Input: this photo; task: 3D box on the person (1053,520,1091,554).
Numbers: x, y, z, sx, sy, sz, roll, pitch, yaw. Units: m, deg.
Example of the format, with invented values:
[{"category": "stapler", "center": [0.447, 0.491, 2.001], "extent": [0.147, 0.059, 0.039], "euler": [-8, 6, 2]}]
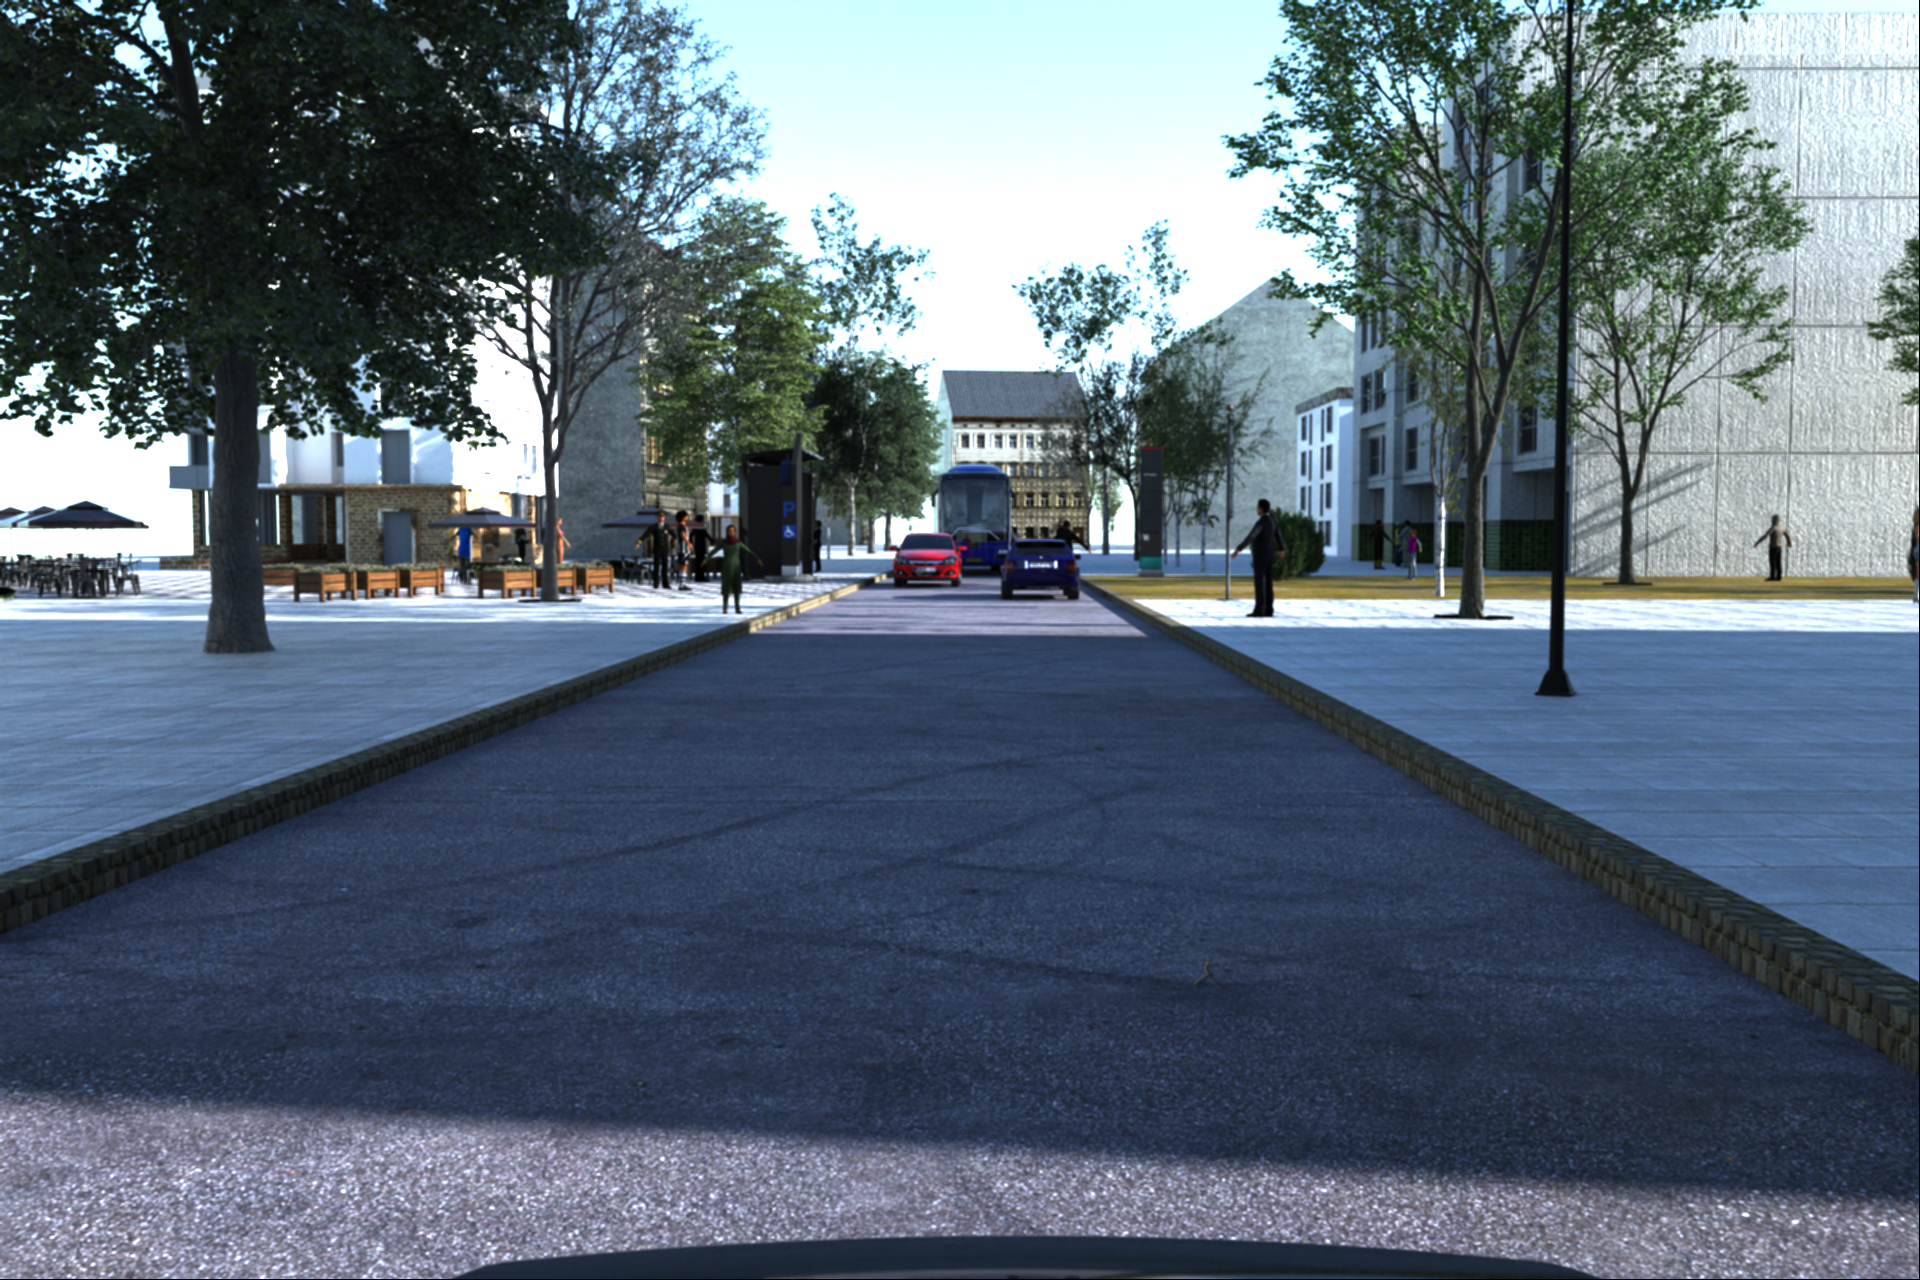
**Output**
[{"category": "person", "center": [2.883, -2.324, 46.680], "extent": [1.346, 1.802, 0.704], "euler": [2, 4, 26]}]

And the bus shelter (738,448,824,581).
[{"category": "bus shelter", "center": [-5.092, -3.596, 50.073], "extent": [1.731, 3.624, 6.357], "euler": [0, 4, 1]}]

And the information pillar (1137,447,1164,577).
[{"category": "information pillar", "center": [5.713, -3.820, 51.838], "extent": [0.750, 3.857, 0.750], "euler": [0, 4, 1]}]

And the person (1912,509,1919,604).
[{"category": "person", "center": [17.821, -1.550, 31.952], "extent": [0.721, 1.753, 1.214], "euler": [2, 4, 33]}]

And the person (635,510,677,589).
[{"category": "person", "center": [-7.043, -2.132, 40.799], "extent": [1.347, 1.837, 0.705], "euler": [-2, 4, -30]}]

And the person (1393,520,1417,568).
[{"category": "person", "center": [16.935, -3.640, 65.700], "extent": [1.347, 1.806, 0.705], "euler": [-2, 4, -34]}]

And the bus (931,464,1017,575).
[{"category": "bus", "center": [0.590, -4.459, 64.444], "extent": [2.896, 3.916, 12.251], "euler": [0, 4, 1]}]

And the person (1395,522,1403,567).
[{"category": "person", "center": [17.309, -3.763, 67.987], "extent": [0.721, 1.772, 1.216], "euler": [0, 4, 1]}]

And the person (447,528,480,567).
[{"category": "person", "center": [-17.679, -3.404, 61.782], "extent": [1.347, 1.817, 0.704], "euler": [1, 4, 17]}]

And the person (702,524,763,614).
[{"category": "person", "center": [-3.664, -1.139, 27.829], "extent": [0.989, 1.438, 0.599], "euler": [-1, 4, -17]}]

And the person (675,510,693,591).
[{"category": "person", "center": [-6.256, -2.028, 39.297], "extent": [0.704, 1.843, 1.345], "euler": [-1, 4, -16]}]

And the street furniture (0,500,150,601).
[{"category": "street furniture", "center": [-27.859, -2.363, 43.670], "extent": [14.083, 1.986, 27.439], "euler": [-2, 4, -29]}]

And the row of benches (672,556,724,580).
[{"category": "row of benches", "center": [-7.107, -2.108, 49.923], "extent": [1.422, 0.672, 4.104], "euler": [1, 4, 21]}]

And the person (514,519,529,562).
[{"category": "person", "center": [-16.658, -3.679, 65.937], "extent": [0.705, 1.856, 1.354], "euler": [-2, 4, -24]}]

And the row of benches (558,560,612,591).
[{"category": "row of benches", "center": [-8.758, -1.508, 40.111], "extent": [1.422, 0.672, 4.104], "euler": [0, 4, 1]}]

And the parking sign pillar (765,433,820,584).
[{"category": "parking sign pillar", "center": [-4.417, -3.487, 45.486], "extent": [1.447, 3.967, 1.447], "euler": [0, 4, 1]}]

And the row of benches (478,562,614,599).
[{"category": "row of benches", "center": [-8.597, -1.256, 35.991], "extent": [1.422, 0.672, 4.104], "euler": [1, 4, 21]}]

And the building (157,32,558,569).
[{"category": "building", "center": [-23.201, -12.735, 64.633], "extent": [16.016, 20.090, 11.380], "euler": [0, 4, 0]}]

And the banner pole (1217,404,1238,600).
[{"category": "banner pole", "center": [5.196, -2.647, 33.302], "extent": [0.401, 3.779, 0.863], "euler": [0, 4, 1]}]

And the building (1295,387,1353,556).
[{"category": "building", "center": [26.083, -9.603, 99.155], "extent": [9.099, 9.664, 28.070], "euler": [0, 4, 1]}]

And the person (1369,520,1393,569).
[{"category": "person", "center": [15.333, -3.498, 63.327], "extent": [0.704, 1.812, 1.346], "euler": [-2, 4, -25]}]

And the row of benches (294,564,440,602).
[{"category": "row of benches", "center": [-11.781, -1.161, 34.451], "extent": [1.422, 0.672, 4.104], "euler": [1, 4, 16]}]

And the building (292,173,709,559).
[{"category": "building", "center": [-25.174, -16.336, 98.028], "extent": [19.493, 23.208, 18.063], "euler": [0, 4, 2]}]

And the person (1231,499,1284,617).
[{"category": "person", "center": [4.673, -1.270, 26.816], "extent": [0.704, 1.823, 1.345], "euler": [3, 5, 43]}]

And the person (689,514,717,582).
[{"category": "person", "center": [-6.944, -2.464, 46.468], "extent": [0.705, 1.806, 1.347], "euler": [-3, 5, -42]}]

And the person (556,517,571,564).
[{"category": "person", "center": [-10.604, -2.401, 46.058], "extent": [0.721, 1.733, 1.217], "euler": [-2, 4, -30]}]

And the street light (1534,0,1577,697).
[{"category": "street light", "center": [5.301, -2.514, 13.640], "extent": [1.470, 5.913, 1.316], "euler": [0, 4, 1]}]

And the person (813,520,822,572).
[{"category": "person", "center": [-4.862, -3.146, 58.156], "extent": [0.721, 1.740, 1.216], "euler": [0, 4, -6]}]

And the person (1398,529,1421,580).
[{"category": "person", "center": [12.651, -2.410, 48.675], "extent": [0.599, 1.433, 0.991], "euler": [-2, 4, -24]}]

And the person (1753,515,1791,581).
[{"category": "person", "center": [22.296, -2.525, 47.405], "extent": [1.348, 1.813, 0.705], "euler": [-1, 4, -22]}]

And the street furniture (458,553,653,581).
[{"category": "street furniture", "center": [-11.918, -2.246, 52.341], "extent": [5.734, 0.657, 10.072], "euler": [0, 4, -8]}]

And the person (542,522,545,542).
[{"category": "person", "center": [-16.084, -3.751, 67.550], "extent": [0.704, 1.802, 1.346], "euler": [0, 4, 3]}]

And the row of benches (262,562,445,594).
[{"category": "row of benches", "center": [-13.167, -1.352, 37.564], "extent": [4.104, 0.672, 1.422], "euler": [0, 4, -6]}]
